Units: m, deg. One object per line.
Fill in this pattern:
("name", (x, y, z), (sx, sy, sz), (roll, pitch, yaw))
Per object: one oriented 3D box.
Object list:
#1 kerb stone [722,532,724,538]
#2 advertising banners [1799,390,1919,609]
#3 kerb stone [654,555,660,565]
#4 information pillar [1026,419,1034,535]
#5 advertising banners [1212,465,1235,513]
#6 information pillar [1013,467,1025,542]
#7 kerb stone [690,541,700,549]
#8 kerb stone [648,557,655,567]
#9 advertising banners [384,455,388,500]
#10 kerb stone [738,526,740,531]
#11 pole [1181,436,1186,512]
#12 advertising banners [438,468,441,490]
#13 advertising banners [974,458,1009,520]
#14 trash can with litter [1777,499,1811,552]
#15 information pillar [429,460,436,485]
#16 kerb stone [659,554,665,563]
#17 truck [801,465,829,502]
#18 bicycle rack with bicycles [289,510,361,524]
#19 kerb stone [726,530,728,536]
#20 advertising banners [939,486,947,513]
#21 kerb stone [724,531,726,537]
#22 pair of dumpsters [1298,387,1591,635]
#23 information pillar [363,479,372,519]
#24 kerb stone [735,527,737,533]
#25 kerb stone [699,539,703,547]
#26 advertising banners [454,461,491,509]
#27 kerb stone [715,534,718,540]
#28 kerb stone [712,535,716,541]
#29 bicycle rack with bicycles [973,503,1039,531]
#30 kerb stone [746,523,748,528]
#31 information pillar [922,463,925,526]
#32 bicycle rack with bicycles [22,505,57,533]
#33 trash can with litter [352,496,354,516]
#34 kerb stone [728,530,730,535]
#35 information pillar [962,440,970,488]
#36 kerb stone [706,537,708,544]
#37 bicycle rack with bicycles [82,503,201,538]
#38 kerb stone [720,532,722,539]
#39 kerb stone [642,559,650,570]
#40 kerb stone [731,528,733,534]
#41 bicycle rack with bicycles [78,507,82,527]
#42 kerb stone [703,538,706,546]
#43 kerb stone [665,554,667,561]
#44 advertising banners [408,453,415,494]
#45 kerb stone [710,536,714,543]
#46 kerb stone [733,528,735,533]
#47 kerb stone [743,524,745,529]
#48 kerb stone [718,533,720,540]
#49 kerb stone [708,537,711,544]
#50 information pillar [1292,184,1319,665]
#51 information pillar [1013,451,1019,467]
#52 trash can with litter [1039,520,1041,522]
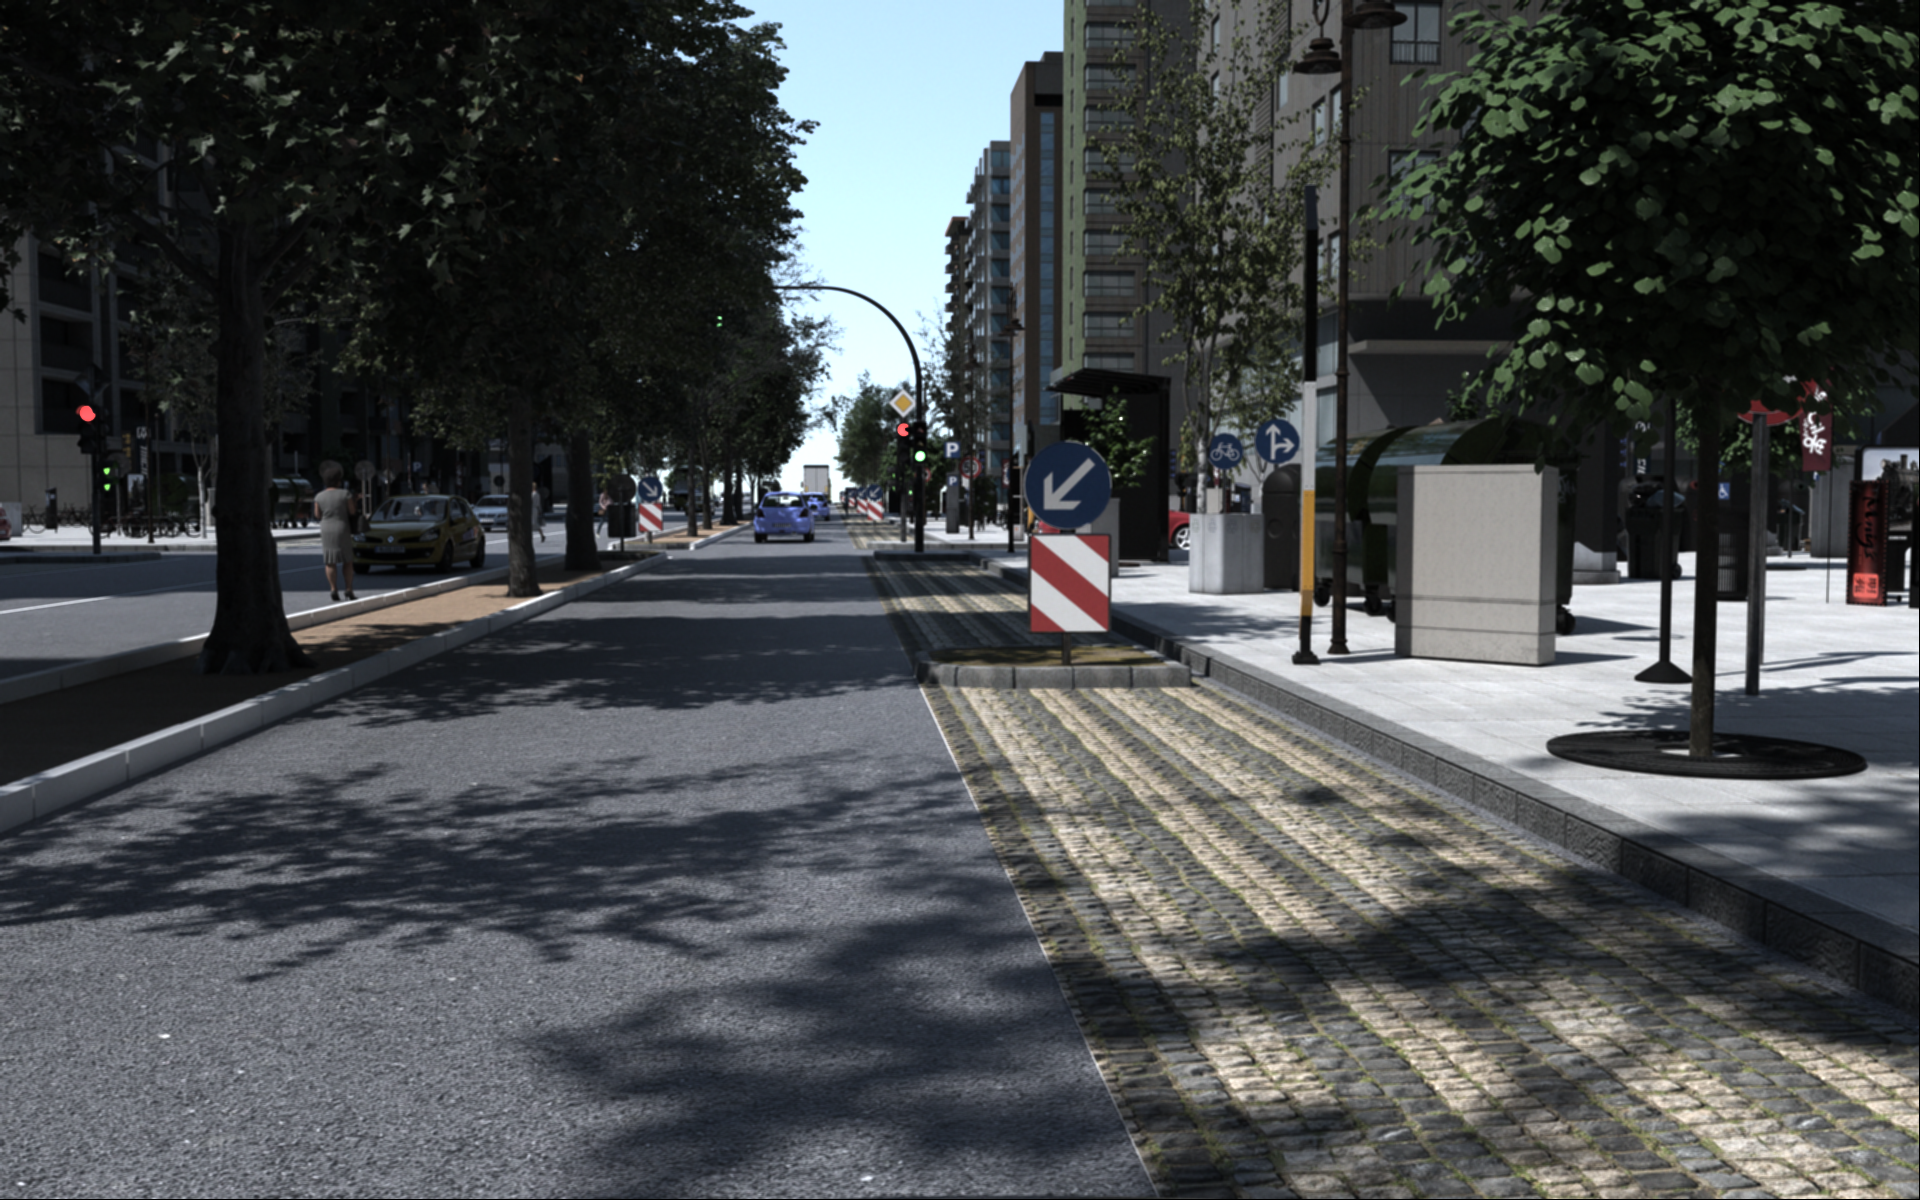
("kerb stone", (-7.759, -2.049, 55.722), (0.120, 0.150, 1.000), (0, 4, -4))
("advertising banners", (10.453, -1.446, 19.836), (0.090, 3.025, 2.074), (-2, 4, -28))
("kerb stone", (-6.180, -0.769, 34.767), (0.120, 0.150, 1.000), (0, 4, -4))
("information pillar", (2.213, -3.826, 53.918), (0.183, 3.616, 0.504), (-1, 4, -11))
("advertising banners", (8.120, -3.449, 52.584), (0.090, 3.025, 2.074), (-1, 4, -18))
("information pillar", (1.565, -2.591, 46.859), (0.304, 2.012, 0.304), (1, 4, 17))
("kerb stone", (-7.000, -1.421, 45.490), (0.120, 0.150, 1.000), (0, 4, -4))
("kerb stone", (-6.111, -0.706, 33.736), (0.120, 0.150, 1.000), (0, 4, -4))
("advertising banners", (-23.777, -4.627, 71.841), (0.090, 3.025, 2.074), (-1, 4, -13))
("kerb stone", (-8.448, -2.614, 64.933), (0.120, 0.150, 1.000), (0, 4, -4))
("pole", (7.529, -3.945, 58.337), (0.158, 3.312, 0.155), (0, 3, 0))
("advertising banners", (-34.894, -7.273, 115.095), (0.090, 3.025, 2.074), (-3, 5, -40))
("advertising banners", (1.547, -5.415, 84.715), (2.074, 3.025, 0.090), (-1, 4, -9))
("trash can with litter", (18.755, -1.665, 38.609), (1.055, 1.170, 0.624), (3, 5, 44))
("information pillar", (-36.295, -7.822, 119.249), (0.183, 3.616, 0.504), (3, 4, 38))
("kerb stone", (-6.260, -0.828, 35.787), (0.120, 0.150, 1.000), (0, 4, -4))
("truck", (-14.339, -11.198, 171.994), (2.839, 4.237, 11.283), (0, 4, -6))
("bicycle rack with bicycles", (-26.600, -3.652, 73.084), (2.925, 0.926, 2.852), (3, 5, 44))
("kerb stone", (-7.910, -2.172, 57.770), (0.120, 0.150, 1.000), (0, 4, -4))
("advertising banners", (-0.938, -7.338, 116.172), (2.074, 3.025, 0.090), (1, 4, 11))
("kerb stone", (-7.827, -2.113, 56.747), (0.120, 0.150, 1.000), (0, 4, -4))
("pair of dumpsters", (4.811, -0.930, 17.704), (1.574, 2.255, 4.437), (0, 4, -4))
("information pillar", (-24.631, -4.127, 71.973), (0.304, 2.012, 0.304), (-1, 4, -10))
("kerb stone", (-8.293, -2.488, 62.881), (0.120, 0.150, 1.000), (0, 4, -4))
("kerb stone", (-7.060, -1.485, 46.510), (0.120, 0.150, 1.000), (0, 4, -4))
("advertising banners", (-26.071, -5.899, 92.629), (2.074, 3.025, 0.090), (-3, 5, -40))
("kerb stone", (-7.527, -1.863, 52.657), (0.120, 0.150, 1.000), (0, 4, -4))
("kerb stone", (-7.438, -1.801, 51.634), (0.120, 0.150, 1.000), (0, 4, -4))
("bicycle rack with bicycles", (1.404, -2.864, 60.211), (2.852, 0.926, 2.925), (0, 4, 1))
("kerb stone", (-8.909, -2.990, 71.079), (0.120, 0.150, 1.000), (0, 4, -4))
("information pillar", (-1.597, -4.825, 70.235), (0.183, 3.616, 0.504), (2, 4, 24))
("bicycle rack with bicycles", (-31.231, -2.651, 56.728), (2.852, 0.926, 2.925), (2, 4, 29))
("trash can with litter", (-31.222, -4.710, 88.065), (1.678, 1.210, 2.233), (0, 4, 2))
("kerb stone", (-7.984, -2.237, 58.790), (0.120, 0.150, 1.000), (0, 4, -4))
("information pillar", (0.302, -4.885, 71.221), (0.504, 3.616, 0.183), (2, 4, 29))
("kerb stone", (-7.220, -1.612, 48.558), (0.120, 0.150, 1.000), (0, 4, -4))
("bicycle rack with bicycles", (-23.889, -2.319, 51.297), (2.925, 0.926, 2.852), (-1, 4, -10))
("kerb stone", (-7.679, -1.988, 54.698), (0.120, 0.150, 1.000), (0, 4, -4))
("kerb stone", (-6.020, -0.640, 32.707), (0.120, 0.150, 1.000), (0, 4, -4))
("kerb stone", (-8.143, -2.360, 60.836), (0.120, 0.150, 1.000), (0, 4, -4))
("bicycle rack with bicycles", (-34.471, -3.326, 67.764), (2.925, 0.926, 2.852), (-2, 4, -32))
("kerb stone", (-7.138, -1.550, 47.540), (0.120, 0.150, 1.000), (0, 4, -4))
("kerb stone", (-6.332, -0.894, 36.808), (0.120, 0.150, 1.000), (0, 4, -4))
("advertising banners", (-23.609, -4.793, 74.551), (0.090, 3.025, 2.074), (-1, 4, -12))
("kerb stone", (-7.368, -1.737, 50.606), (0.120, 0.150, 1.000), (0, 4, -4))
("kerb stone", (-8.215, -2.423, 61.855), (0.120, 0.150, 1.000), (0, 4, -4))
("kerb stone", (-8.759, -2.862, 69.025), (0.120, 0.150, 1.000), (0, 4, -4))
("kerb stone", (-7.609, -1.925, 53.675), (0.120, 0.150, 1.000), (0, 4, -4))
("kerb stone", (-7.303, -1.670, 49.583), (0.120, 0.150, 1.000), (0, 4, -4))
("information pillar", (2.613, -1.323, 12.984), (0.183, 3.616, 0.504), (1, 4, 9))
("information pillar", (2.964, -6.258, 93.670), (0.504, 3.616, 0.183), (2, 4, 26))
("trash can with litter", (3.264, -3.394, 66.878), (0.624, 1.170, 1.055), (1, 4, 12))
